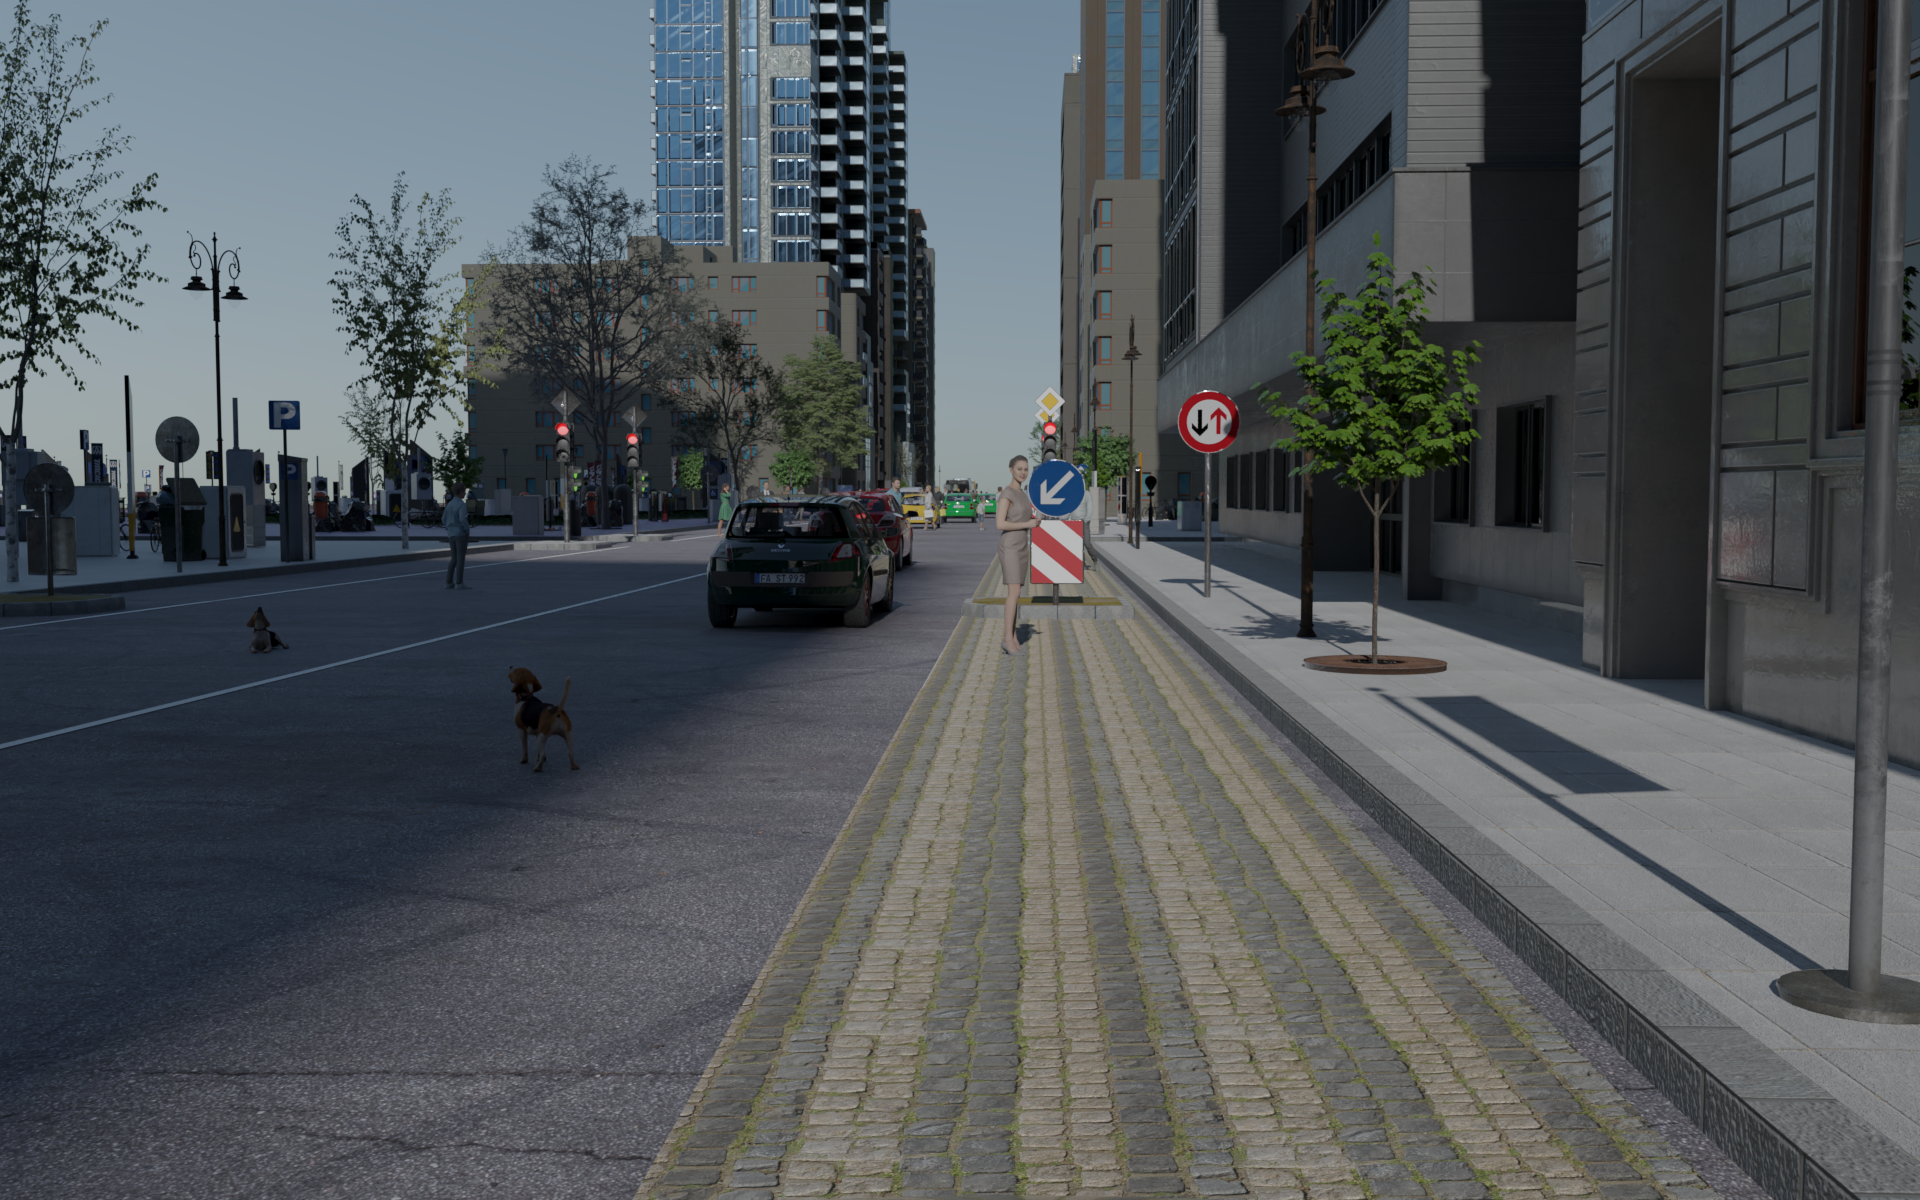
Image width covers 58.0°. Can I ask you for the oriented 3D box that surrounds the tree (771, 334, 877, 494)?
[{"bbox_3d":[-9.774,-12.505,122.585,7.486,12.596,7.792,0,3,0],"label":"tree"}]

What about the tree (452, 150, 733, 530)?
[{"bbox_3d":[-13.020,-9.315,62.669,12.009,13.543,11.850,0,3,0],"label":"tree"}]

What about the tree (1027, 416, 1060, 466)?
[{"bbox_3d":[12.309,-17.978,219.702,9.928,11.665,9.643,0,3,0],"label":"tree"}]

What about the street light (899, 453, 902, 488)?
[{"bbox_3d":[-6.542,-13.362,191.260,0.468,5.910,1.993,0,4,2],"label":"street light"}]

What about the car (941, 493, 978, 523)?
[{"bbox_3d":[-0.058,-4.796,87.219,1.959,1.807,4.718,0,4,0],"label":"car"}]

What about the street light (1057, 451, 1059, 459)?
[{"bbox_3d":[8.429,-10.506,144.563,0.468,5.910,1.993,0,4,2],"label":"street light"}]

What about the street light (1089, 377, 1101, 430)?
[{"bbox_3d":[5.300,-5.837,68.223,0.468,5.910,1.993,0,4,2],"label":"street light"}]

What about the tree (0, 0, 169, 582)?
[{"bbox_3d":[-13.894,-4.586,25.336,4.360,8.622,3.978,0,3,0],"label":"tree"}]

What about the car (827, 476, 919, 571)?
[{"bbox_3d":[-1.912,-1.512,33.755,2.155,1.783,4.494,0,4,2],"label":"car"}]

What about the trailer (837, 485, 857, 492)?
[{"bbox_3d":[-7.293,-6.356,110.975,1.471,1.999,3.904,0,4,2],"label":"trailer"}]

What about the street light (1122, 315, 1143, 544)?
[{"bbox_3d":[4.423,-4.401,44.739,0.468,5.910,1.993,0,4,2],"label":"street light"}]

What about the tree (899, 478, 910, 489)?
[{"bbox_3d":[-6.524,-12.630,201.094,1.663,3.219,1.824,0,3,0],"label":"tree"}]

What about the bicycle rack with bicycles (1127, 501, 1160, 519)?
[{"bbox_3d":[9.124,-4.601,88.604,2.852,0.926,2.925,2,4,30],"label":"bicycle rack with bicycles"}]

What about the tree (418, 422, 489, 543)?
[{"bbox_3d":[-13.249,-3.141,45.962,1.663,3.219,1.824,0,3,0],"label":"tree"}]

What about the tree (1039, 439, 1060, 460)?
[{"bbox_3d":[12.114,-16.032,212.486,4.737,8.622,4.395,0,3,0],"label":"tree"}]

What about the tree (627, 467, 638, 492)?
[{"bbox_3d":[-23.363,-7.894,123.673,1.663,3.219,1.824,0,3,0],"label":"tree"}]

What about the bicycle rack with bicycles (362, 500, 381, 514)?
[{"bbox_3d":[-32.908,-5.140,97.428,2.852,0.926,2.925,0,4,-5],"label":"bicycle rack with bicycles"}]

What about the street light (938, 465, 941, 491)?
[{"bbox_3d":[-3.189,-18.315,272.242,0.468,5.910,1.993,0,4,2],"label":"street light"}]

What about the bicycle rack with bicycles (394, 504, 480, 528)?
[{"bbox_3d":[-19.579,-3.196,65.642,2.925,0.926,2.852,1,4,8],"label":"bicycle rack with bicycles"}]

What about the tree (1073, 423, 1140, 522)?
[{"bbox_3d":[6.713,-5.911,80.361,4.285,4.588,4.351,0,3,0],"label":"tree"}]

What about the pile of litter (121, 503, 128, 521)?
[{"bbox_3d":[-39.863,-4.133,81.537,1.176,0.858,1.719,2,4,26],"label":"pile of litter"}]

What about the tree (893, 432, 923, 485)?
[{"bbox_3d":[-6.655,-15.642,206.100,4.360,8.622,3.978,0,3,0],"label":"tree"}]

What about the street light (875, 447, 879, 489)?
[{"bbox_3d":[-7.732,-11.548,161.592,0.468,5.910,1.993,0,4,2],"label":"street light"}]

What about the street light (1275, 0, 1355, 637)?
[{"bbox_3d":[3.116,-2.606,15.396,0.468,5.910,1.993,0,4,2],"label":"street light"}]

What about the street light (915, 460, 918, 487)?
[{"bbox_3d":[-5.514,-14.726,213.557,0.468,5.910,1.993,0,4,2],"label":"street light"}]

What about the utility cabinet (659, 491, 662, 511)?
[{"bbox_3d":[-20.789,-6.928,121.947,0.318,1.500,1.173,-2,4,-34],"label":"utility cabinet"}]

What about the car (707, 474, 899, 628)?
[{"bbox_3d":[-1.750,-0.622,19.953,2.009,1.686,4.222,0,4,3],"label":"car"}]

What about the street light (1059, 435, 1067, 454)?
[{"bbox_3d":[7.730,-9.465,127.543,0.468,5.910,1.993,0,4,2],"label":"street light"}]

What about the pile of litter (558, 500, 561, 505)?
[{"bbox_3d":[-27.300,-6.352,117.824,1.719,0.858,1.176,0,4,4],"label":"pile of litter"}]

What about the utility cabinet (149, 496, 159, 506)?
[{"bbox_3d":[-32.565,-3.635,70.597,1.020,1.237,0.306,2,4,30],"label":"utility cabinet"}]

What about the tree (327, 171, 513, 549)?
[{"bbox_3d":[-12.880,-5.520,40.612,4.737,8.622,4.395,0,3,0],"label":"tree"}]

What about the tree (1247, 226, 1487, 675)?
[{"bbox_3d":[2.926,-1.105,12.670,1.663,3.219,1.824,0,3,0],"label":"tree"}]

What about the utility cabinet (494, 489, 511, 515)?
[{"bbox_3d":[-20.456,-4.207,77.470,0.318,1.500,1.173,1,4,8],"label":"utility cabinet"}]

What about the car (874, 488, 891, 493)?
[{"bbox_3d":[-4.892,-6.476,114.560,2.281,1.827,5.304,0,4,4],"label":"car"}]

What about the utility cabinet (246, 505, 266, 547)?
[{"bbox_3d":[-17.229,-2.037,41.984,0.318,1.500,1.173,-3,5,-43],"label":"utility cabinet"}]

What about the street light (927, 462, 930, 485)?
[{"bbox_3d":[-4.434,-16.521,242.903,0.468,5.910,1.993,0,4,2],"label":"street light"}]

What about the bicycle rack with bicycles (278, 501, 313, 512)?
[{"bbox_3d":[-47.375,-6.673,122.491,2.925,0.926,2.852,0,4,0],"label":"bicycle rack with bicycles"}]

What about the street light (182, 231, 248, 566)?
[{"bbox_3d":[-13.135,-3.542,30.694,0.468,5.910,1.993,0,4,2],"label":"street light"}]

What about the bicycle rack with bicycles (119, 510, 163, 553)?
[{"bbox_3d":[-18.047,-1.528,38.372,2.852,0.926,2.925,0,4,-3],"label":"bicycle rack with bicycles"}]

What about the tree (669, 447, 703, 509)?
[{"bbox_3d":[-18.115,-8.195,117.704,4.285,4.588,4.351,0,3,0],"label":"tree"}]

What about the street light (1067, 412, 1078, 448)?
[{"bbox_3d":[6.479,-7.668,98.165,0.468,5.910,1.993,0,4,2],"label":"street light"}]

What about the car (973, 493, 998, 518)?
[{"bbox_3d":[1.702,-5.864,104.673,1.959,1.807,4.718,0,4,1],"label":"car"}]

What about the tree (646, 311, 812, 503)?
[{"bbox_3d":[-11.350,-9.366,87.549,8.767,10.594,7.601,-3,4,-38],"label":"tree"}]

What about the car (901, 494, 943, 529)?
[{"bbox_3d":[-1.725,-3.829,72.822,2.015,1.641,3.980,0,4,2],"label":"car"}]

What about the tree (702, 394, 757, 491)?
[{"bbox_3d":[-16.910,-10.794,126.847,4.360,8.622,3.978,0,3,0],"label":"tree"}]

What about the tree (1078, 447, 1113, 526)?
[{"bbox_3d":[5.646,-4.658,70.759,1.663,3.219,1.824,0,3,0],"label":"tree"}]

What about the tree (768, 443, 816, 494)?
[{"bbox_3d":[-10.799,-7.837,111.840,4.285,4.588,4.351,0,3,0],"label":"tree"}]

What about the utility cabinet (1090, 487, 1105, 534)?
[{"bbox_3d":[4.368,-2.831,54.963,0.318,1.500,1.173,1,4,14],"label":"utility cabinet"}]

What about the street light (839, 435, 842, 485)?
[{"bbox_3d":[-9.027,-9.686,131.156,0.468,5.910,1.993,0,4,2],"label":"street light"}]

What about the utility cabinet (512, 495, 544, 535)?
[{"bbox_3d":[-13.567,-2.646,54.425,1.020,1.237,0.306,2,4,24],"label":"utility cabinet"}]

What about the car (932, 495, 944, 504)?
[{"bbox_3d":[-2.437,-9.542,168.586,1.945,1.354,3.894,0,4,3],"label":"car"}]
